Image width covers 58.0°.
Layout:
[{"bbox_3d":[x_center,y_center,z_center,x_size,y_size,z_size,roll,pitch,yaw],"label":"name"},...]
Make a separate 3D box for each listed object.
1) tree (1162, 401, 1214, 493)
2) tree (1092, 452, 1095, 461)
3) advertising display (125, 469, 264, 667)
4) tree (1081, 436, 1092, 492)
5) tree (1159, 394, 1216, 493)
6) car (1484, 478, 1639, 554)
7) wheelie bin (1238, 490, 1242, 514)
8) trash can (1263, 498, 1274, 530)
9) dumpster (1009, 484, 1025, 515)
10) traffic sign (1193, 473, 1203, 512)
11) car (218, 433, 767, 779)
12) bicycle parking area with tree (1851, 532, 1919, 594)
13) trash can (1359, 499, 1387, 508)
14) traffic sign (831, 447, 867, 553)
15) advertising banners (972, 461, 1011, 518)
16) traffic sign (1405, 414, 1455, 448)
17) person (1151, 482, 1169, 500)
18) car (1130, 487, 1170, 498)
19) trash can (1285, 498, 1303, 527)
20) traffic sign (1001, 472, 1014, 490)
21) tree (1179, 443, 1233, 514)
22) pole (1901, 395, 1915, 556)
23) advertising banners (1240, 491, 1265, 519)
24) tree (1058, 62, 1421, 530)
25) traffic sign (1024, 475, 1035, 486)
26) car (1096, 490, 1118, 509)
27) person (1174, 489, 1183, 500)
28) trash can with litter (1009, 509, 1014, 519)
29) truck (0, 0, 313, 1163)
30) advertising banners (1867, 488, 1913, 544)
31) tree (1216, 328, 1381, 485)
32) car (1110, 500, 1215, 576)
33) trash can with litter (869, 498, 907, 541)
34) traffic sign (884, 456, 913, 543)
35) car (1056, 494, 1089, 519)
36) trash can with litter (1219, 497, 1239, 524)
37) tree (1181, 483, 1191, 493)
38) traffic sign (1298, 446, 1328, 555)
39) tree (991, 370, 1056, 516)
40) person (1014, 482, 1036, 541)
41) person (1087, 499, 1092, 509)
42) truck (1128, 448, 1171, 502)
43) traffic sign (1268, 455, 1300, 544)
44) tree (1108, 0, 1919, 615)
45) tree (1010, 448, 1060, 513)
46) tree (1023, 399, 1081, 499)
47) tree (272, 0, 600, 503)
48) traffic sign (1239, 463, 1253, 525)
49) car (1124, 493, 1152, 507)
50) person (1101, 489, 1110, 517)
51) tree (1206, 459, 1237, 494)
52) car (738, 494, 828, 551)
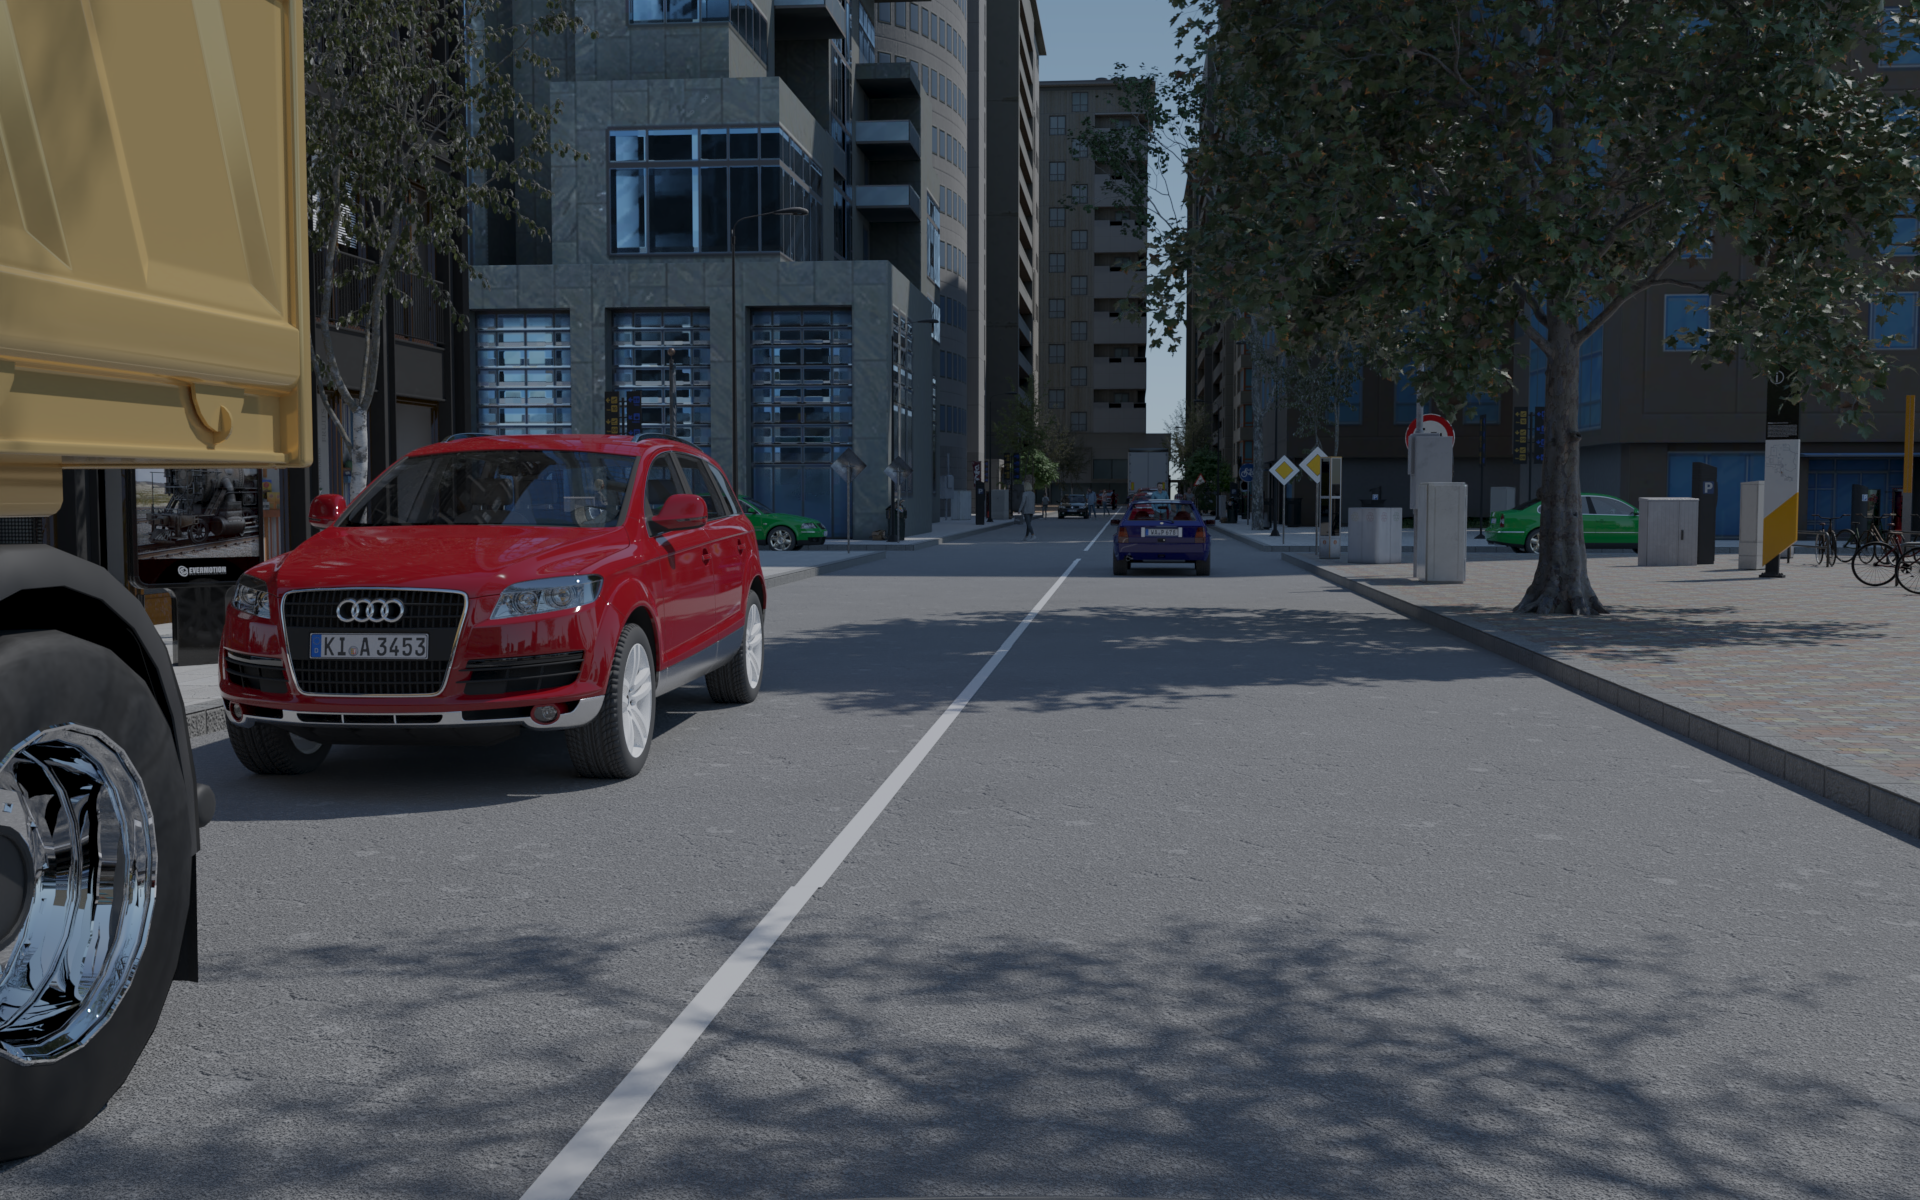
[{"bbox_3d":[17.793,-11.236,134.069,4.737,8.622,4.395,0,3,0],"label":"tree"},{"bbox_3d":[12.773,-14.905,194.065,4.360,8.622,3.978,0,3,0],"label":"tree"},{"bbox_3d":[-5.719,-0.475,12.978,0.123,1.923,0.974,3,5,44],"label":"advertising display"},{"bbox_3d":[10.199,-13.410,169.615,4.360,8.622,3.978,0,3,0],"label":"tree"},{"bbox_3d":[17.119,-10.825,127.344,4.360,8.622,3.978,0,3,0],"label":"tree"},{"bbox_3d":[14.466,-1.880,39.541,4.718,1.807,1.959,0,4,5],"label":"car"},{"bbox_3d":[16.875,-5.986,105.771,0.980,1.594,0.693,-3,5,-43],"label":"wheelie bin"},{"bbox_3d":[10.925,-3.101,62.348,0.748,1.137,0.748,0,3,0],"label":"trash can"},{"bbox_3d":[3.398,-5.720,99.282,1.264,1.857,1.865,0,4,6],"label":"dumpster"},{"bbox_3d":[14.990,-6.602,107.951,0.884,2.594,0.081,0,4,8],"label":"traffic sign"},{"bbox_3d":[-2.510,-0.110,10.468,2.281,1.827,5.304,0,4,4],"label":"car"},{"bbox_3d":[15.740,-2.020,20.027,9.016,4.147,8.231,1,4,20],"label":"bicycle parking area with tree"},{"bbox_3d":[11.205,-2.164,47.036,0.748,1.137,0.748,0,3,0],"label":"trash can"},{"bbox_3d":[-2.402,-2.062,37.355,0.795,2.450,0.064,0,4,6],"label":"traffic sign"},{"bbox_3d":[1.638,-5.802,91.055,2.074,3.025,0.090,0,4,-4],"label":"advertising banners"},{"bbox_3d":[7.452,-1.678,27.542,0.768,2.556,0.104,0,4,6],"label":"traffic sign"},{"bbox_3d":[6.457,-2.894,55.840,0.660,1.820,0.620,-1,4,-14],"label":"person"},{"bbox_3d":[10.937,-5.551,99.425,2.281,1.827,5.304,0,4,5],"label":"car"},{"bbox_3d":[12.848,-3.369,66.742,0.748,1.137,0.748,0,3,0],"label":"trash can"},{"bbox_3d":[2.691,-5.963,97.606,0.768,2.556,0.104,1,4,11],"label":"traffic sign"},{"bbox_3d":[15.787,-7.760,110.594,4.285,4.588,4.351,0,3,0],"label":"tree"},{"bbox_3d":[19.621,-2.569,35.844,0.158,3.312,0.155,0,3,0],"label":"pole"},{"bbox_3d":[15.103,-5.573,87.302,2.074,3.025,0.090,2,4,31],"label":"advertising banners"},{"bbox_3d":[9.607,-12.468,59.747,12.611,20.169,13.585,0,3,0],"label":"tree"},{"bbox_3d":[4.513,-6.900,112.916,0.768,2.556,0.104,0,4,7],"label":"traffic sign"},{"bbox_3d":[14.587,-9.998,172.142,2.281,1.827,5.304,0,4,4],"label":"car"},{"bbox_3d":[13.246,-5.849,104.969,0.563,1.720,0.643,1,4,16],"label":"person"},{"bbox_3d":[2.242,-4.675,87.824,1.055,1.170,0.624,2,4,34],"label":"trash can with litter"},{"bbox_3d":[-3.553,-0.266,0.272,3.469,3.379,9.791,0,4,6],"label":"truck"},{"bbox_3d":[24.118,-2.946,44.363,0.090,3.025,2.074,-3,5,-41],"label":"advertising banners"},{"bbox_3d":[10.007,-5.935,47.397,4.360,8.622,3.978,0,3,0],"label":"tree"},{"bbox_3d":[3.717,-1.175,31.800,1.945,1.354,3.894,0,4,7],"label":"car"},{"bbox_3d":[-1.986,-2.213,47.562,1.055,1.170,0.624,1,4,17],"label":"trash can with litter"},{"bbox_3d":[-1.611,-2.548,45.301,0.795,2.450,0.064,0,4,6],"label":"traffic sign"},{"bbox_3d":[6.628,-5.570,100.853,2.009,1.686,4.222,0,4,6],"label":"car"},{"bbox_3d":[11.686,-3.921,75.490,0.624,1.170,1.055,-2,4,-28],"label":"trash can with litter"},{"bbox_3d":[20.739,-9.790,154.663,1.663,3.219,1.824,0,3,0],"label":"tree"},{"bbox_3d":[7.492,-2.001,36.355,0.795,2.450,0.064,0,4,6],"label":"traffic sign"},{"bbox_3d":[3.730,-9.358,103.368,4.737,8.622,4.395,0,3,0],"label":"tree"},{"bbox_3d":[2.025,-2.685,52.577,0.709,1.800,0.728,-3,5,-41],"label":"person"},{"bbox_3d":[8.876,-6.743,119.313,0.480,1.755,0.524,-2,4,-28],"label":"person"},{"bbox_3d":[12.211,-7.523,111.912,2.839,4.237,11.283,0,4,7],"label":"truck"},{"bbox_3d":[8.282,-2.487,44.301,0.795,2.450,0.064,0,4,6],"label":"traffic sign"},{"bbox_3d":[6.413,-6.207,18.488,9.611,12.733,9.660,0,3,0],"label":"tree"},{"bbox_3d":[4.868,-8.340,120.078,4.285,4.588,4.351,0,3,0],"label":"tree"},{"bbox_3d":[6.654,-11.115,132.098,4.360,8.622,3.978,0,3,0],"label":"tree"},{"bbox_3d":[-5.419,-3.994,15.658,4.360,8.622,3.978,0,3,0],"label":"tree"},{"bbox_3d":[11.905,-4.368,71.527,0.768,2.556,0.104,1,4,9],"label":"traffic sign"},{"bbox_3d":[8.260,-4.085,75.829,2.155,1.783,4.494,0,4,7],"label":"car"},{"bbox_3d":[9.239,-6.156,109.743,0.643,1.750,0.593,0,4,2],"label":"person"},{"bbox_3d":[14.530,-6.128,94.791,1.663,3.219,1.824,0,3,0],"label":"tree"},{"bbox_3d":[-5.606,-2.052,42.352,4.718,1.807,1.959,0,4,4],"label":"car"}]
